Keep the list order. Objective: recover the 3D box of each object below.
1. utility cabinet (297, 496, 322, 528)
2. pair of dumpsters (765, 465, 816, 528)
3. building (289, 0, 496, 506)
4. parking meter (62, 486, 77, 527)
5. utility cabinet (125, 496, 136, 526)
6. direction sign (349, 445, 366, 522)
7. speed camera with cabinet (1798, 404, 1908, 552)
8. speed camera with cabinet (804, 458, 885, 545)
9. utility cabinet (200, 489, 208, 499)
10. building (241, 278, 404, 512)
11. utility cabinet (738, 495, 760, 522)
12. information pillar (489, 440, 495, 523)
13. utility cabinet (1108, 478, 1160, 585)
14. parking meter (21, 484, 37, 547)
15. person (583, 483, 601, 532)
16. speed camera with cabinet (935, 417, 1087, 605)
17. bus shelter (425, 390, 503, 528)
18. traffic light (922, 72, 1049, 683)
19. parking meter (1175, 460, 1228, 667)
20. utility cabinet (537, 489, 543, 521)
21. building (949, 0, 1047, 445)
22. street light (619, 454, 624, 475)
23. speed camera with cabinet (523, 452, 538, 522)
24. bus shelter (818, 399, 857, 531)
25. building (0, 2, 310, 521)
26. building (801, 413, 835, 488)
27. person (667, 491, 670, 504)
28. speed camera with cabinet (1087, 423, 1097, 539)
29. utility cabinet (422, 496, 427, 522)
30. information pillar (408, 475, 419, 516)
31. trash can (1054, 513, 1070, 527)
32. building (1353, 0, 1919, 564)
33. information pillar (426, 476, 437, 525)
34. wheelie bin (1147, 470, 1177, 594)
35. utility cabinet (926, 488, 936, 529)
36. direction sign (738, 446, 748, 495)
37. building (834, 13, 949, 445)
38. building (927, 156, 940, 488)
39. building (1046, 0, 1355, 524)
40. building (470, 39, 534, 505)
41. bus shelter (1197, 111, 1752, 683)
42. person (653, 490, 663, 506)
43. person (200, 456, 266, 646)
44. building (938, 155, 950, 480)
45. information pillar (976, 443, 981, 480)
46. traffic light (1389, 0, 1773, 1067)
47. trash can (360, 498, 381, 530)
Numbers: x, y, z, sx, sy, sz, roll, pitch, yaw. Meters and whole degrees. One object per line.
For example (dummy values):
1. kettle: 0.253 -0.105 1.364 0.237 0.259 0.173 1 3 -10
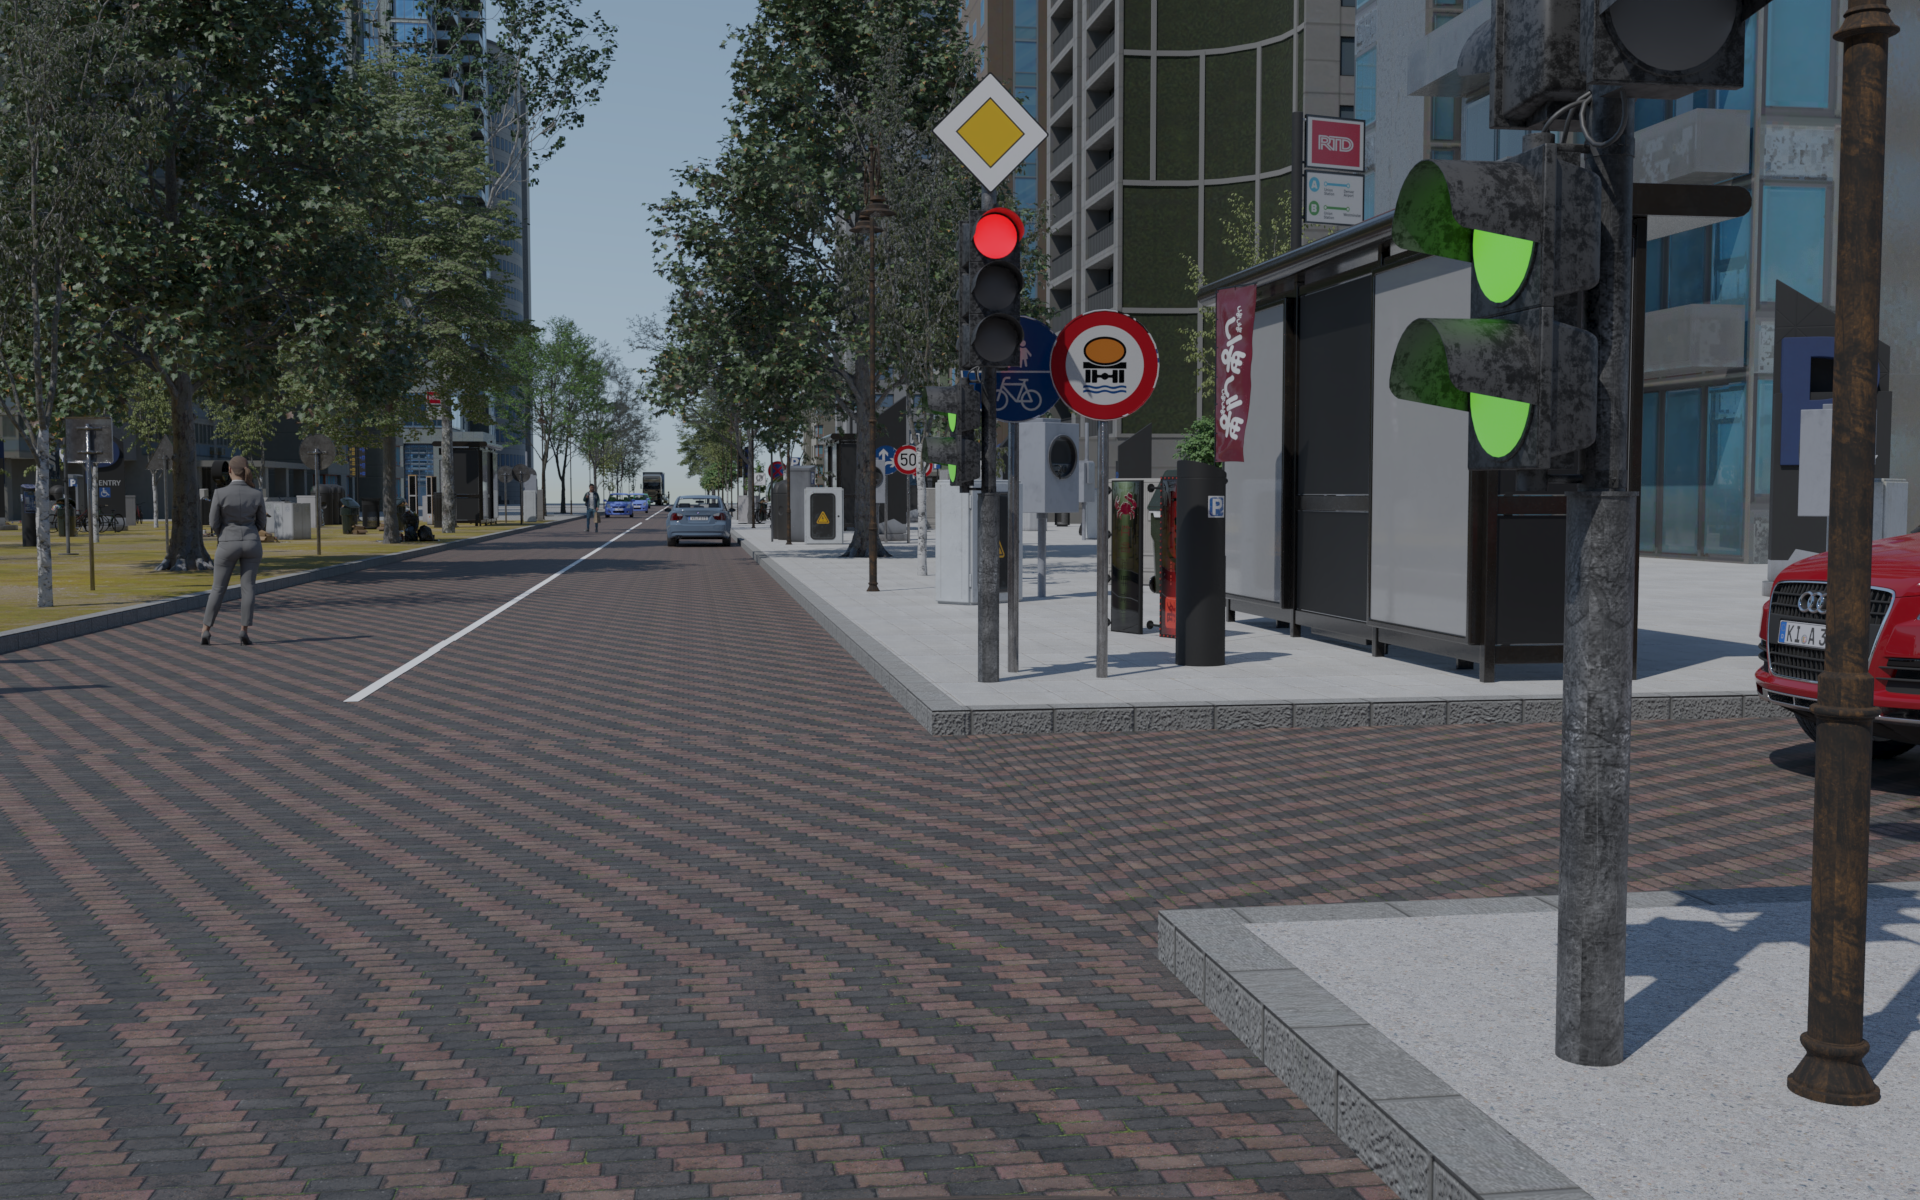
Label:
1. utility cabinet: -24.851 -3.364 66.157 1.020 1.237 0.306 2 4 29
2. pair of dumpsters: -5.960 -3.576 60.957 1.574 2.255 4.437 -1 4 -9
3. building: -62.758 -53.690 190.498 22.319 86.520 31.000 -1 4 -9
4. parking meter: -27.209 -2.722 52.915 0.372 1.533 0.369 0 3 0
5. utility cabinet: -33.975 -3.609 70.167 0.306 1.237 1.020 3 5 44
6. direction sign: -27.884 -5.395 80.209 0.876 3.537 0.379 1 4 17
7. speed camera with cabinet: 9.500 -1.471 18.388 0.660 3.252 2.038 3 5 42
8. speed camera with cabinet: -2.941 -3.045 44.116 2.038 3.252 0.660 0 4 -6
9. utility cabinet: -33.353 -4.084 75.459 1.173 1.500 0.318 1 4 12
10. building: -54.788 -16.708 118.215 27.650 21.520 28.899 -1 4 -9
11. utility cabinet: -9.718 -4.194 79.736 1.020 1.237 0.306 2 4 29
12. information pillar: -20.567 -5.172 75.915 0.183 3.616 0.504 -2 4 -29
13. utility cabinet: 2.618 -0.954 24.279 1.173 1.500 0.318 2 4 28
14. parking meter: -22.700 -2.071 42.280 0.372 1.533 0.369 0 3 0
15. person: -13.617 -3.413 64.289 0.794 1.824 0.713 1 4 15
16. speed camera with cabinet: 0.591 -1.614 20.722 0.660 3.252 2.038 3 5 42
17. bus shelter: -19.992 -5.639 69.824 2.179 5.291 8.768 -1 4 -9
18. traffic light: 0.176 -1.395 11.721 0.839 4.253 0.868 -1 4 -9
19. parking meter: 1.809 -0.281 13.000 0.372 1.533 0.369 0 3 0
20. utility cabinet: -20.398 -4.553 83.127 0.318 1.500 1.173 -3 4 -36
21. building: 7.245 -27.795 104.555 14.600 45.320 14.200 -1 4 -9
22. street light: -36.946 -13.239 189.243 0.468 5.910 1.993 -1 4 -9
23. speed camera with cabinet: -19.811 -5.234 79.907 0.660 3.252 2.038 -1 4 -12
24. bus shelter: -4.038 -5.274 63.858 2.179 5.291 8.768 -1 4 -9
25. building: -52.658 -24.427 91.258 32.217 40.220 23.993 -1 4 -9
26. building: -6.665 -23.786 233.946 27.650 21.520 28.899 -1 4 -9
27. person: -40.697 -14.267 241.770 0.705 1.823 1.348 -1 4 -19
28. speed camera with cabinet: 3.715 -3.330 48.775 0.660 3.252 2.038 2 4 31
29. utility cabinet: -24.681 -4.250 80.657 0.306 1.237 1.020 0 4 8
30. information pillar: -21.139 -3.823 66.993 0.304 2.012 0.304 0 4 -5
31. trash can: 4.018 -3.449 68.038 0.748 1.137 0.748 0 3 0
32. building: 25.495 -25.803 41.488 30.456 49.044 23.786 -1 4 -9
33. information pillar: -21.931 -4.124 71.911 0.304 2.012 0.304 2 4 26
34. wheelie bin: 2.847 -0.880 22.295 0.693 1.594 0.980 -3 5 -39
35. utility cabinet: -0.785 -3.329 63.104 1.173 1.500 0.318 -1 4 -15
36. direction sign: -10.319 -5.544 82.641 0.379 3.537 0.876 2 4 29
37. building: -4.219 -40.462 203.556 21.231 58.520 28.212 -1 4 -9
38. building: 10.622 -27.378 139.508 32.217 40.220 23.993 -1 4 -9
39. building: 13.908 -39.140 78.184 20.563 71.187 20.611 -1 4 -9
40. building: -66.662 -41.508 220.662 21.231 58.520 28.212 -1 4 -9
41. bus shelter: 3.682 -2.343 15.936 2.179 5.291 8.768 -1 4 -9
42. person: -36.125 -12.197 207.544 1.348 1.869 0.705 -2 4 -34
43. person: -6.909 -0.469 16.446 0.573 1.790 0.520 3 5 41
44. building: 5.230 -21.254 119.212 14.160 30.474 14.107 -1 4 -9
45. information pillar: 0.449 -3.149 42.840 0.504 3.616 0.183 2 4 31
46. traffic light: 1.415 -0.912 3.833 0.839 4.253 0.868 -1 4 -9
47. trash can: -21.324 -3.122 62.695 0.748 1.137 0.748 0 3 0
